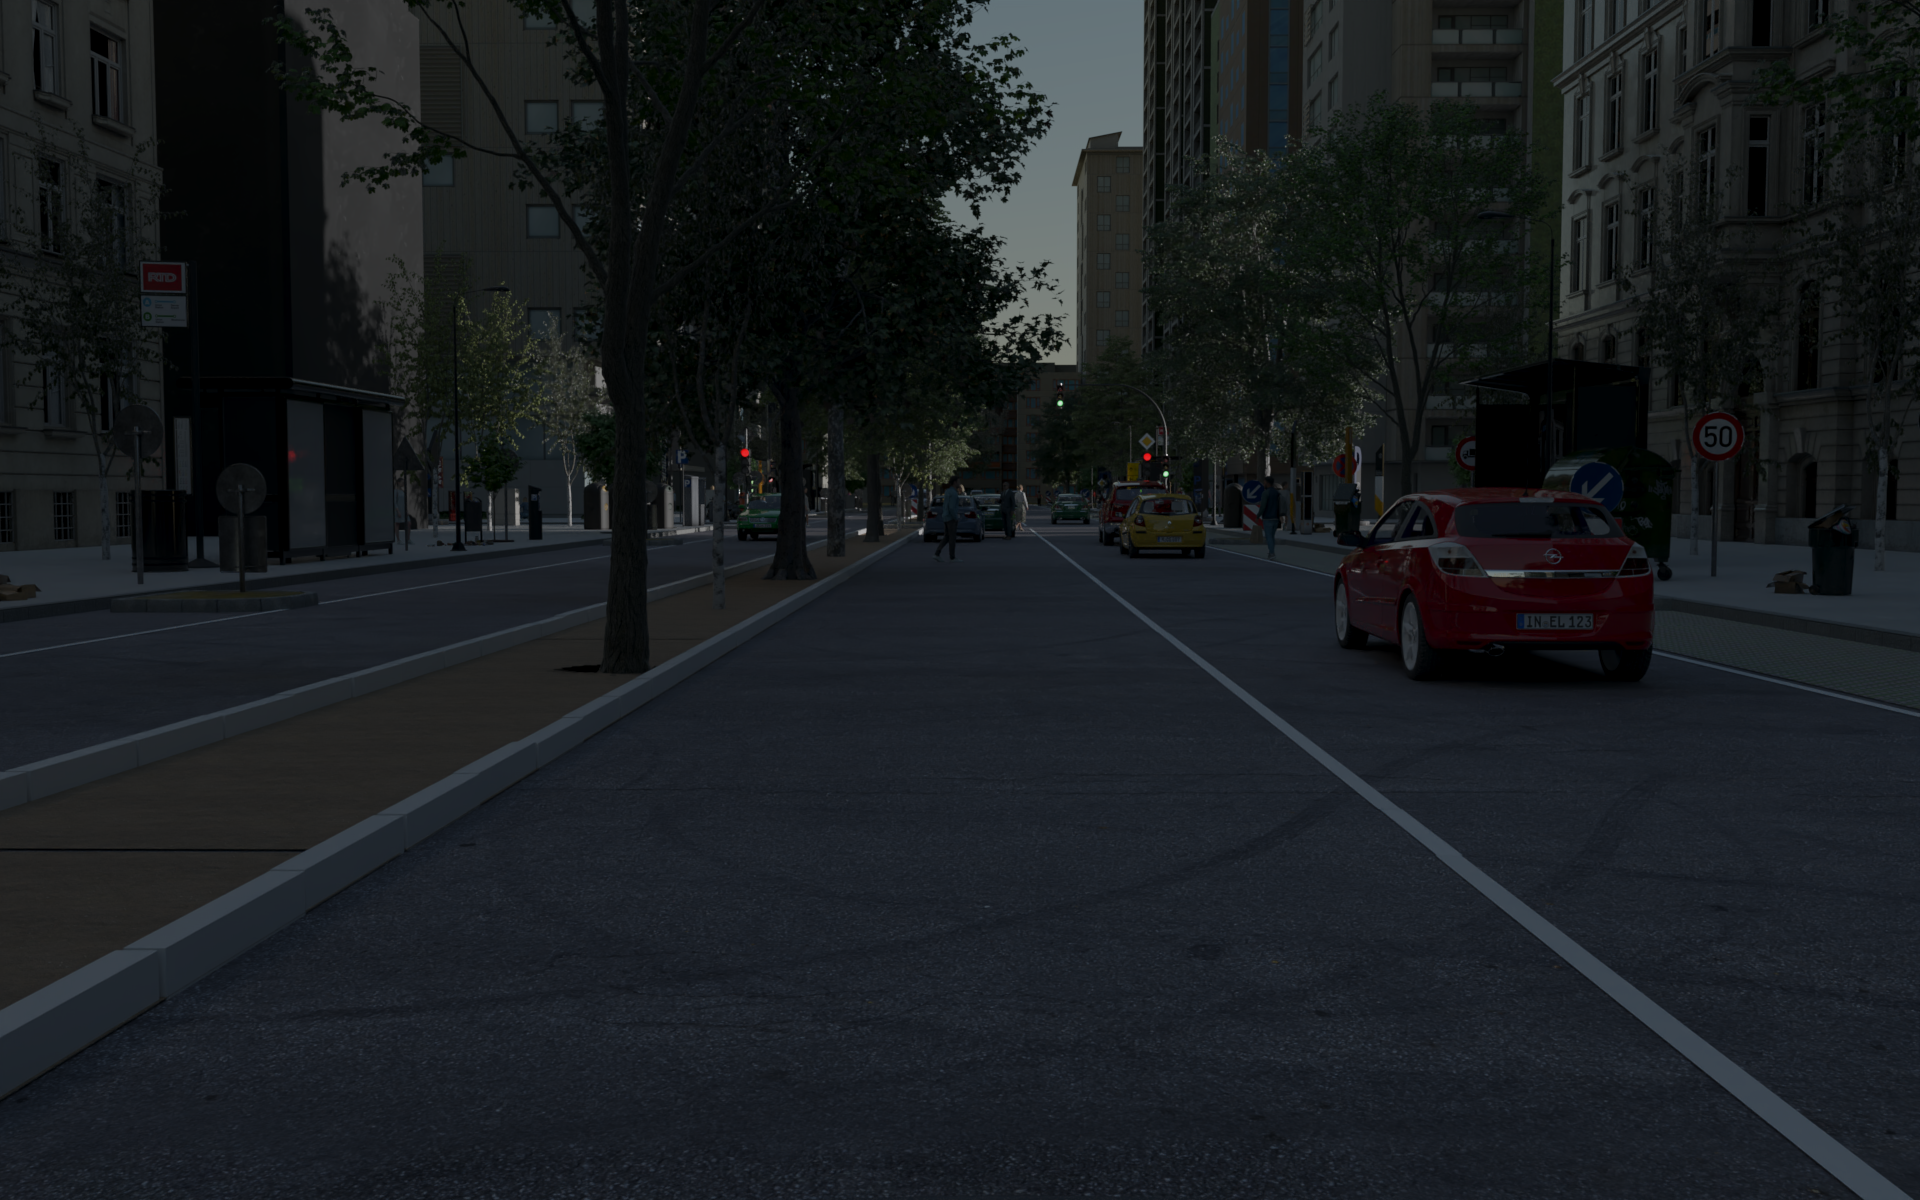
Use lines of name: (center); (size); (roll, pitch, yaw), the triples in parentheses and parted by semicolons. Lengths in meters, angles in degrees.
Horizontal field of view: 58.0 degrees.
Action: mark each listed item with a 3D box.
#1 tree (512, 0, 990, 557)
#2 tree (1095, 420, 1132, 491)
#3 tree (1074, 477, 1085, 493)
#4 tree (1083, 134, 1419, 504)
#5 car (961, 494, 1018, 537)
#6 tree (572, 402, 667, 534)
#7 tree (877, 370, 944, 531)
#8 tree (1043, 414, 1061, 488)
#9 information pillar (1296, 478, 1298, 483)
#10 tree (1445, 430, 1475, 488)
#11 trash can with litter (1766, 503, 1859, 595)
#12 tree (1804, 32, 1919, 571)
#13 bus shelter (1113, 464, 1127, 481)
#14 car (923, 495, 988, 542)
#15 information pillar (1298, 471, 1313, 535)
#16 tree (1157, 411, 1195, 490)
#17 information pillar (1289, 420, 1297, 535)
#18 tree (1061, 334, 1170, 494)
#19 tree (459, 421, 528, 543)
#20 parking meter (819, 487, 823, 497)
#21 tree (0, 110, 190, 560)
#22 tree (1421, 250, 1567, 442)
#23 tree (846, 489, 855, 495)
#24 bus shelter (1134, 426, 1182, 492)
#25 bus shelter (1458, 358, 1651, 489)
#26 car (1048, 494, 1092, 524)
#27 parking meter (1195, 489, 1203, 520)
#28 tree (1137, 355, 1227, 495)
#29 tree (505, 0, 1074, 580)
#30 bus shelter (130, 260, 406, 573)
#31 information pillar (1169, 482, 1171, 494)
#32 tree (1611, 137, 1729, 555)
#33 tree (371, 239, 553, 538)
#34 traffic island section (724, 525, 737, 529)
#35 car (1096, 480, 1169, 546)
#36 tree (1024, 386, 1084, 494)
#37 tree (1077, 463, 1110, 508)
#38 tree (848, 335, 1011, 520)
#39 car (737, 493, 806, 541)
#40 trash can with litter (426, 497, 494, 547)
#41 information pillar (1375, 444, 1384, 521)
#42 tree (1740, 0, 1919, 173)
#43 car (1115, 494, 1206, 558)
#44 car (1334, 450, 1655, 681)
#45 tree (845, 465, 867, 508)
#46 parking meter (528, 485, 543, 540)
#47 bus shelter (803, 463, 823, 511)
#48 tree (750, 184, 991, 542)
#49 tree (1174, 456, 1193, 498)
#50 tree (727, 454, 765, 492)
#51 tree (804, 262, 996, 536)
tree: (-4.027, -11.096, 39.761); (12.611, 20.169, 13.585); (0, 3, 0)
tree: (12.579, -11.652, 140.880); (4.360, 8.622, 3.978); (0, 3, 0)
tree: (12.415, -11.094, 175.991); (1.663, 3.219, 1.824); (0, 3, 0)
tree: (10.998, -9.488, 61.787); (9.857, 13.997, 8.962); (0, 3, 0)
car: (0.916, -2.861, 58.575); (2.131, 1.459, 4.920); (0, 4, 0)
tree: (-11.090, -4.469, 56.789); (4.285, 4.588, 4.351); (0, 3, 0)
tree: (-2.325, -6.973, 66.829); (4.737, 8.622, 4.395); (0, 3, 0)
tree: (14.435, -19.132, 230.927); (7.486, 12.596, 7.792); (0, 3, 0)
information pillar: (15.317, -4.566, 79.141); (0.304, 2.012, 0.304); (-2, 4, -31)
tree: (24.457, -5.980, 81.490); (4.285, 4.588, 4.351); (0, 3, 0)
trash can with litter: (10.877, -0.656, 22.111); (1.055, 1.170, 0.624); (3, 5, 44)
tree: (15.558, -4.784, 28.585); (4.360, 8.622, 3.978); (0, 3, 0)
bus shelter: (12.895, -8.691, 133.373); (1.731, 3.624, 6.357); (0, 4, 1)
car: (-0.160, -2.501, 52.900); (2.014, 1.417, 4.499); (0, 4, 3)
information pillar: (10.947, -3.071, 54.704); (0.304, 2.012, 0.304); (0, 4, -6)
tree: (18.032, -11.703, 141.700); (4.737, 8.622, 4.395); (0, 3, 0)
information pillar: (10.575, -3.888, 54.918); (0.183, 3.616, 0.504); (1, 4, 22)
tree: (11.444, -12.573, 123.699); (7.486, 12.596, 7.792); (0, 3, 0)
tree: (-12.593, -3.160, 46.266); (1.663, 3.219, 1.824); (0, 3, 0)
parking meter: (-11.088, -8.116, 138.414); (0.255, 1.863, 0.399); (-3, 5, -42)
tree: (-16.745, -5.078, 33.384); (4.360, 8.622, 3.978); (0, 3, 0)
tree: (15.910, -6.156, 51.006); (4.360, 8.622, 3.978); (0, 3, 0)
tree: (-10.469, -10.777, 170.805); (1.663, 3.219, 1.824); (0, 3, 0)
bus shelter: (11.271, -7.467, 99.719); (2.179, 5.291, 8.768); (0, 4, 1)
bus shelter: (11.153, -2.550, 32.983); (1.731, 3.624, 6.357); (0, 4, 1)
car: (5.292, -4.361, 83.096); (2.131, 1.459, 4.920); (0, 4, 2)
parking meter: (10.978, -4.354, 79.596); (0.372, 1.533, 0.369); (0, 3, 0)
tree: (11.643, -8.490, 89.177); (4.360, 8.622, 3.978); (0, 3, 0)
tree: (-2.823, -6.686, 28.780); (9.611, 12.733, 9.660); (0, 3, 0)
bus shelter: (-12.950, -3.356, 32.502); (2.179, 5.291, 8.768); (0, 4, 1)
information pillar: (12.615, -6.168, 105.339); (0.304, 2.012, 0.304); (-1, 4, -14)
tree: (15.415, -5.232, 35.903); (4.360, 8.622, 3.978); (0, 3, 0)
tree: (-15.395, -6.159, 51.065); (4.737, 8.622, 4.395); (0, 3, 0)
traffic island section: (-8.876, -3.032, 71.850); (2.009, 0.180, 2.903); (0, 4, 1)
car: (5.046, -2.501, 49.559); (2.281, 1.827, 5.304); (0, 4, 2)
tree: (12.397, -18.020, 201.278); (9.857, 13.997, 8.962); (0, 3, 0)
tree: (12.549, -10.874, 161.508); (4.285, 4.588, 4.351); (0, 3, 0)
tree: (-1.710, -12.347, 114.697); (12.009, 13.543, 11.850); (0, 3, 0)
car: (-5.927, -2.807, 54.688); (1.959, 1.807, 4.718); (0, 4, 1)
trash can with litter: (-12.522, -1.967, 43.213); (1.678, 1.210, 2.233); (2, 4, 33)
information pillar: (19.627, -5.483, 81.001); (0.183, 3.616, 0.504); (-2, 4, -31)
tree: (10.202, -5.423, 14.428); (9.928, 11.665, 9.643); (0, 3, 0)
car: (4.634, -1.822, 40.006); (2.015, 1.641, 3.980); (0, 4, 1)
car: (4.386, -0.350, 14.762); (2.155, 1.783, 4.494); (0, 4, 2)
tree: (-9.826, -10.919, 162.244); (4.285, 4.588, 4.351); (0, 3, 0)
parking meter: (-11.897, -2.453, 48.522); (0.372, 1.533, 0.369); (0, 3, 0)
bus shelter: (-11.699, -8.711, 133.705); (1.731, 3.624, 6.357); (0, 4, 1)
tree: (-2.711, -8.014, 51.607); (7.486, 12.596, 7.792); (0, 3, 0)
tree: (11.019, -5.441, 83.561); (1.663, 3.219, 1.824); (0, 3, 0)
tree: (-16.079, -8.806, 127.695); (4.285, 4.588, 4.351); (0, 3, 0)
tree: (-2.700, -7.488, 59.297); (8.767, 10.594, 7.601); (0, 4, 1)
